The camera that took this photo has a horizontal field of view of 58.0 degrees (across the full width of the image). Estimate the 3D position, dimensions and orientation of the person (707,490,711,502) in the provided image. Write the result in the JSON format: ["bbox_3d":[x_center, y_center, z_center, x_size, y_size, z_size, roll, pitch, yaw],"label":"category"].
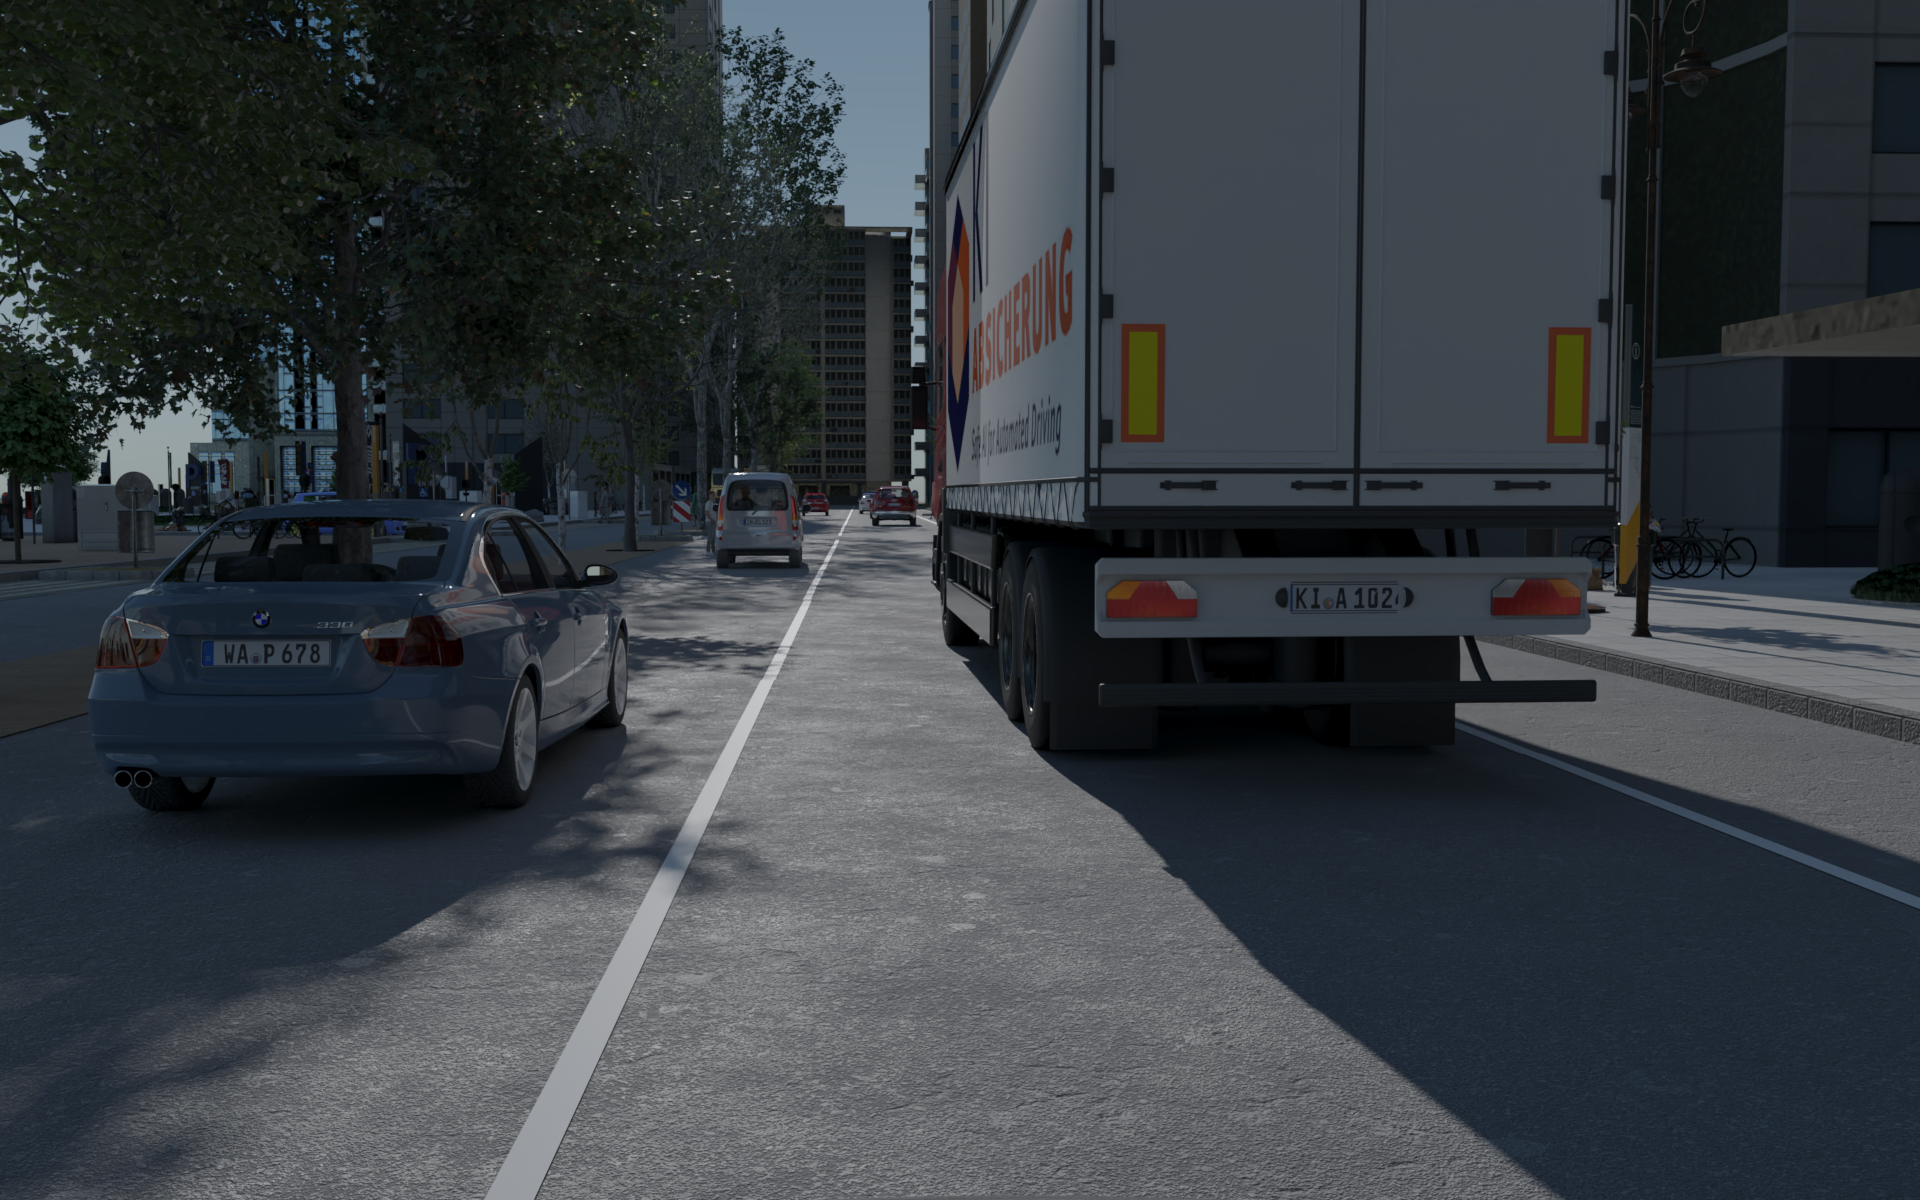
[{"bbox_3d":[-20.529,-8.114,141.722,0.434,1.755,0.990,0,4,-4],"label":"person"}]

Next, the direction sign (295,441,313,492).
[{"bbox_3d":[-28.106,-5.010,73.903,0.379,3.537,0.876,0,4,7],"label":"direction sign"}]

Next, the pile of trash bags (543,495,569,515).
[{"bbox_3d":[-24.578,-5.875,105.814,1.912,1.369,3.447,1,4,21],"label":"pile of trash bags"}]

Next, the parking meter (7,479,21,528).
[{"bbox_3d":[-35.335,-3.609,64.725,0.255,1.863,0.399,2,4,31],"label":"parking meter"}]

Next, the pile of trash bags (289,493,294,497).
[{"bbox_3d":[-46.991,-6.787,120.715,1.912,1.369,3.447,-2,4,-31],"label":"pile of trash bags"}]

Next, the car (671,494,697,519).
[{"bbox_3d":[-15.671,-5.472,99.250,2.009,1.686,4.222,0,4,-2],"label":"car"}]

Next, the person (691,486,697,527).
[{"bbox_3d":[-11.260,-4.004,74.217,0.529,1.795,0.600,2,4,29],"label":"person"}]

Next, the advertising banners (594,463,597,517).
[{"bbox_3d":[-20.264,-6.128,96.376,0.090,3.025,2.074,0,4,-7],"label":"advertising banners"}]

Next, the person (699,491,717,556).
[{"bbox_3d":[-5.799,-1.793,40.419,0.523,1.515,0.503,-1,4,-22],"label":"person"}]

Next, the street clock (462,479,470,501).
[{"bbox_3d":[-24.269,-4.927,85.130,0.358,2.002,0.471,-3,5,-44],"label":"street clock"}]

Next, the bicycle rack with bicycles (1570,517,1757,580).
[{"bbox_3d":[10.797,-0.820,26.792,2.925,0.926,2.852,0,4,6],"label":"bicycle rack with bicycles"}]

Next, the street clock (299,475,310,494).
[{"bbox_3d":[-24.310,-3.653,64.290,0.358,2.002,0.471,0,4,6],"label":"street clock"}]

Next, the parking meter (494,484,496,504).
[{"bbox_3d":[-26.178,-5.624,97.657,0.255,1.863,0.399,3,5,39],"label":"parking meter"}]

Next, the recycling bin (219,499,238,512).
[{"bbox_3d":[-34.846,-4.278,82.502,0.722,1.027,0.722,-1,4,-12],"label":"recycling bin"}]

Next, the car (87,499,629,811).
[{"bbox_3d":[-2.895,0.174,9.157,2.014,1.417,4.499,0,4,-2],"label":"car"}]

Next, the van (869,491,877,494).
[{"bbox_3d":[-10.269,-12.365,209.184,2.013,2.044,4.112,0,4,-2],"label":"van"}]

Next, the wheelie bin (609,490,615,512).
[{"bbox_3d":[-25.058,-7.077,123.612,0.980,1.594,0.693,0,4,7],"label":"wheelie bin"}]

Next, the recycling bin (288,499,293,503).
[{"bbox_3d":[-37.517,-5.108,96.066,0.722,1.027,0.722,2,4,31],"label":"recycling bin"}]

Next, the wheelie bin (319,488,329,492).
[{"bbox_3d":[-32.733,-4.961,89.023,0.693,1.594,0.980,-3,4,-37],"label":"wheelie bin"}]

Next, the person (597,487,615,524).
[{"bbox_3d":[-17.030,-4.554,83.234,0.850,1.792,0.678,0,4,5],"label":"person"}]

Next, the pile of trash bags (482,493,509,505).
[{"bbox_3d":[-27.651,-5.613,101.520,1.912,1.369,3.447,2,4,30],"label":"pile of trash bags"}]

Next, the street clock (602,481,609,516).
[{"bbox_3d":[-20.359,-5.786,99.166,0.358,2.002,0.471,2,4,32],"label":"street clock"}]

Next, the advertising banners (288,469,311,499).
[{"bbox_3d":[-45.512,-7.500,118.807,2.074,3.025,0.090,0,4,0],"label":"advertising banners"}]

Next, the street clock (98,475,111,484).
[{"bbox_3d":[-33.293,-3.844,67.426,0.358,2.002,0.471,1,4,9],"label":"street clock"}]

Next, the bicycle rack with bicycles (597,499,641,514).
[{"bbox_3d":[-22.906,-6.169,114.242,2.852,0.926,2.925,2,4,33],"label":"bicycle rack with bicycles"}]

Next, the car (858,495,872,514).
[{"bbox_3d":[-6.379,-6.932,125.699,2.083,1.381,4.827,0,4,-2],"label":"car"}]

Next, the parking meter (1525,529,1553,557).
[{"bbox_3d":[8.886,-1.273,26.523,0.399,1.863,0.255,2,4,35],"label":"parking meter"}]

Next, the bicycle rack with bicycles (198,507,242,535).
[{"bbox_3d":[-20.069,-2.245,50.085,2.925,0.926,2.852,0,4,8],"label":"bicycle rack with bicycles"}]

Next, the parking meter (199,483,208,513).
[{"bbox_3d":[-41.635,-5.483,95.358,0.399,1.863,0.255,-3,5,-42],"label":"parking meter"}]

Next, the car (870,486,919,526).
[{"bbox_3d":[-3.024,-4.341,79.645,2.281,1.827,5.304,0,4,-2],"label":"car"}]

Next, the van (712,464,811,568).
[{"bbox_3d":[-4.009,-1.705,34.886,2.013,2.044,4.112,0,4,-5],"label":"van"}]

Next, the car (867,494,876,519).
[{"bbox_3d":[-4.423,-5.676,101.846,2.155,1.783,4.494,0,4,-3],"label":"car"}]

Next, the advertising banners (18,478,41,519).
[{"bbox_3d":[-47.743,-5.668,88.859,0.090,3.025,2.074,1,4,22],"label":"advertising banners"}]

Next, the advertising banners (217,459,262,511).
[{"bbox_3d":[-36.246,-5.565,87.181,2.074,3.025,0.090,-3,4,-36],"label":"advertising banners"}]

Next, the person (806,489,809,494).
[{"bbox_3d":[-11.518,-7.436,130.095,0.388,1.821,0.555,0,4,-7],"label":"person"}]

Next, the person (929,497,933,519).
[{"bbox_3d":[-1.438,-5.456,98.459,0.760,1.731,0.466,-1,4,-19],"label":"person"}]

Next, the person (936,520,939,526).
[{"bbox_3d":[-0.994,-3.926,76.940,0.306,1.304,0.590,0,4,8],"label":"person"}]

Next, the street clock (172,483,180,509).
[{"bbox_3d":[-53.432,-6.939,118.016,0.471,2.002,0.358,-3,5,-45],"label":"street clock"}]

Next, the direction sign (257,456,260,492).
[{"bbox_3d":[-42.252,-6.874,104.386,0.379,3.537,0.876,-1,4,-14],"label":"direction sign"}]

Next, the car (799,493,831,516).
[{"bbox_3d":[-9.617,-6.486,115.085,2.155,1.783,4.494,0,4,-5],"label":"car"}]

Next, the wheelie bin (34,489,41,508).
[{"bbox_3d":[-61.208,-6.553,115.056,0.693,1.594,0.980,2,4,27],"label":"wheelie bin"}]

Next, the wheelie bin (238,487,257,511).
[{"bbox_3d":[-32.712,-4.381,79.531,0.980,1.594,0.693,3,5,39],"label":"wheelie bin"}]

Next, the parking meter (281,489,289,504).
[{"bbox_3d":[-33.640,-4.768,86.372,0.372,1.533,0.369,0,3,0],"label":"parking meter"}]

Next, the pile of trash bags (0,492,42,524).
[{"bbox_3d":[-38.736,-3.894,73.415,3.447,1.369,1.912,-3,5,-40],"label":"pile of trash bags"}]

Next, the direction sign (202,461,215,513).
[{"bbox_3d":[-51.405,-7.740,118.542,0.379,3.537,0.876,3,5,41],"label":"direction sign"}]

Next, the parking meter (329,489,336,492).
[{"bbox_3d":[-30.538,-4.646,84.371,0.372,1.533,0.369,0,3,0],"label":"parking meter"}]
